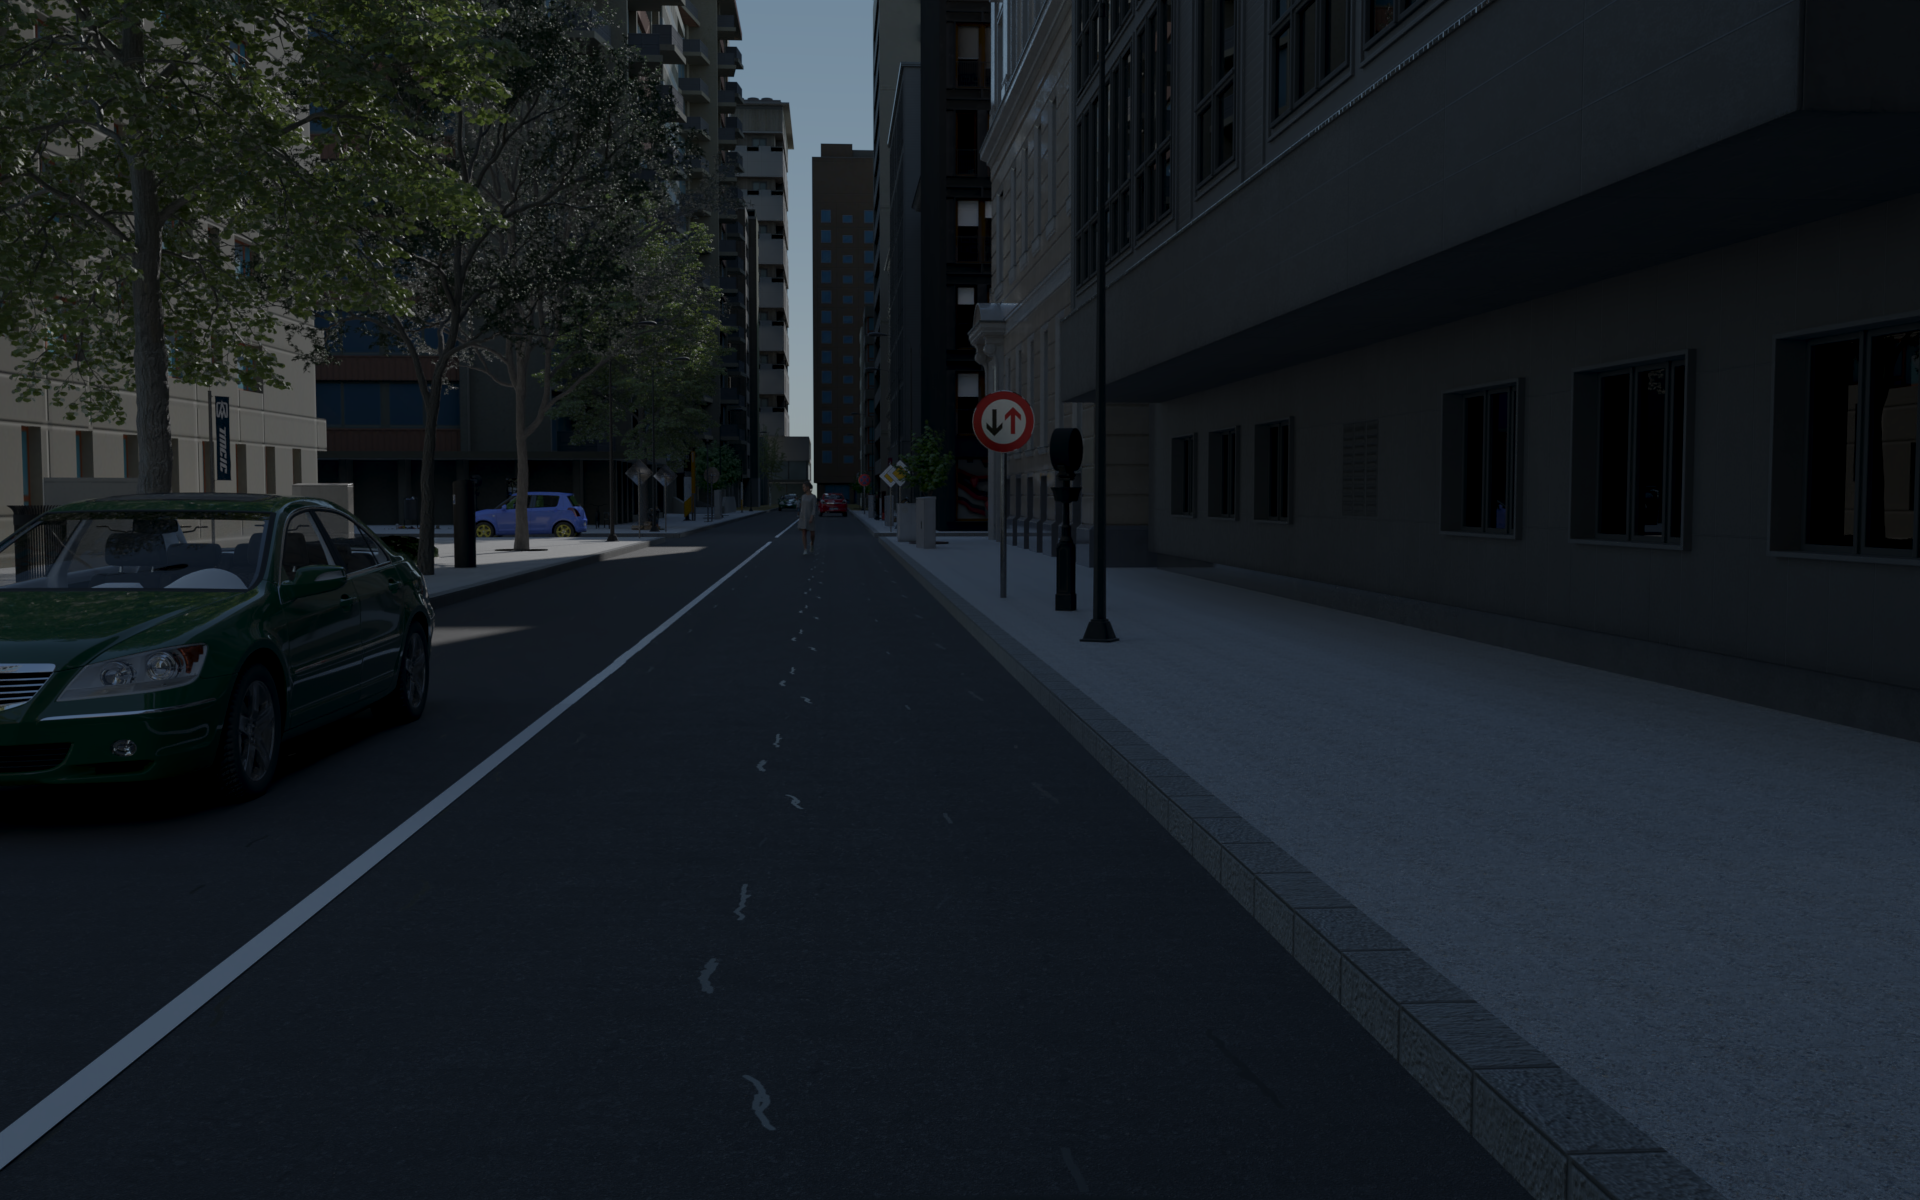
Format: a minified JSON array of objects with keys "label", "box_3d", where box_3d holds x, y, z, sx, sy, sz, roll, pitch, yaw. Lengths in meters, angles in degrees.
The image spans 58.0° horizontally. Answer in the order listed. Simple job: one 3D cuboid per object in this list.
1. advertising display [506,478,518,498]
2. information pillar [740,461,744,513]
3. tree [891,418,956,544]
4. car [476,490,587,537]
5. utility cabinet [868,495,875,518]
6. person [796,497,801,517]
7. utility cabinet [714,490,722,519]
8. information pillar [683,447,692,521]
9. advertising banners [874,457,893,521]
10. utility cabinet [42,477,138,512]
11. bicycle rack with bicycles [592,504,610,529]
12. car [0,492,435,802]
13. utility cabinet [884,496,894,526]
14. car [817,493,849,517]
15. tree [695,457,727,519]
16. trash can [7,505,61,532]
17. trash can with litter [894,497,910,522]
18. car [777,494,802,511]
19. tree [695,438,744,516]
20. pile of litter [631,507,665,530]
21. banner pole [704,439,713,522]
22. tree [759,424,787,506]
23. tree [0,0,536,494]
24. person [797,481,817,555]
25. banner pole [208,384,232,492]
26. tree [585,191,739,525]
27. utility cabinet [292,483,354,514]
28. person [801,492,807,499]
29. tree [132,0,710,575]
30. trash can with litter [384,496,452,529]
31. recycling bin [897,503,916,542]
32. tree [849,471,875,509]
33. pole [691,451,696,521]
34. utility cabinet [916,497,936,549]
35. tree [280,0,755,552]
[{"label":"advertising display","box_3d":[-17.486,-3.863,68.379,0.123,1.923,0.974,3,4,36]},{"label":"information pillar","box_3d":[-15.149,-7.887,120.302,0.183,3.616,0.504,0,4,-3]},{"label":"tree","box_3d":[-0.945,-3.059,44.608,1.663,3.219,1.824,0,3,0]},{"label":"car","box_3d":[-13.323,-2.659,53.059,3.694,1.707,1.945,0,4,-4]},{"label":"utility cabinet","box_3d":[-4.745,-5.026,93.344,0.306,1.237,1.020,0,4,3]},{"label":"person","box_3d":[-10.075,-5.798,107.989,0.352,1.250,0.332,-1,4,-12]},{"label":"utility cabinet","box_3d":[-12.338,-4.863,88.185,0.318,1.500,1.173,0,4,-3]},{"label":"information pillar","box_3d":[-13.043,-5.617,83.200,0.504,3.616,0.183,-2,4,-25]},{"label":"advertising banners","box_3d":[-3.691,-5.345,83.579,0.090,3.025,2.074,-2,4,-27]},{"label":"utility cabinet","box_3d":[-11.734,-0.904,23.455,1.173,1.500,0.318,-2,4,-30]},{"label":"bicycle rack with bicycles","box_3d":[-14.088,-3.102,64.092,2.852,0.926,2.925,-1,4,-16]},{"label":"car","box_3d":[-4.268,0.138,9.543,2.131,1.459,4.920,0,4,-3]},{"label":"utility cabinet","box_3d":[-2.847,-3.563,69.422,0.306,1.237,1.020,0,4,-7]},{"label":"car","box_3d":[-8.153,-6.227,110.853,2.155,1.783,4.494,0,4,-6]},{"label":"tree","box_3d":[-12.921,-5.882,90.764,1.663,3.219,1.824,0,3,0]},{"label":"trash can","box_3d":[-11.819,-0.650,22.278,0.748,1.137,0.748,0,3,0]},{"label":"trash can with litter","box_3d":[-2.705,-4.095,78.346,1.055,1.170,0.624,2,4,25]},{"label":"car","box_3d":[-14.548,-8.301,147.511,2.131,1.459,4.920,0,4,-5]},{"label":"tree","box_3d":[-14.377,-7.236,102.017,4.285,4.588,4.351,0,3,0]},{"label":"pile of litter","box_3d":[-11.158,-2.925,61.794,1.176,0.858,1.719,-1,4,-15]},{"label":"banner pole","box_3d":[-11.593,-5.484,79.673,0.401,3.779,0.863,0,4,-5]},{"label":"tree","box_3d":[-19.887,-14.106,180.992,4.737,8.622,4.395,0,3,0]},{"label":"tree","box_3d":[-8.218,-6.067,17.328,7.486,12.596,7.792,0,3,0]},{"label":"person","box_3d":[-3.624,-1.953,41.178,0.466,1.731,0.760,0,4,-1]},{"label":"banner pole","box_3d":[-16.618,-2.986,38.830,0.401,3.779,0.863,1,4,17]},{"label":"tree","box_3d":[-12.091,-8.983,64.992,7.486,12.596,7.792,0,3,0]},{"label":"utility cabinet","box_3d":[-13.222,-1.668,35.957,1.173,1.500,0.318,0,4,3]},{"label":"person","box_3d":[-14.827,-9.714,167.847,1.217,1.766,0.721,0,4,-1]},{"label":"tree","box_3d":[-8.381,-5.652,26.830,8.767,10.594,7.601,-1,4,-21]},{"label":"trash can with litter","box_3d":[-19.786,-3.202,63.418,2.233,1.210,1.678,0,4,7]},{"label":"recycling bin","box_3d":[-1.338,-2.099,46.876,0.722,1.027,0.722,0,4,-5]},{"label":"tree","box_3d":[-8.491,-9.397,148.244,1.663,3.219,1.824,0,3,0]},{"label":"pole","box_3d":[-12.763,-5.448,82.923,0.158,3.312,0.155,0,3,0]},{"label":"utility cabinet","box_3d":[-0.816,-1.826,41.019,0.306,1.237,1.020,-1,4,-12]},{"label":"tree","box_3d":[-9.735,-7.847,38.664,12.009,13.543,11.850,0,3,0]}]
